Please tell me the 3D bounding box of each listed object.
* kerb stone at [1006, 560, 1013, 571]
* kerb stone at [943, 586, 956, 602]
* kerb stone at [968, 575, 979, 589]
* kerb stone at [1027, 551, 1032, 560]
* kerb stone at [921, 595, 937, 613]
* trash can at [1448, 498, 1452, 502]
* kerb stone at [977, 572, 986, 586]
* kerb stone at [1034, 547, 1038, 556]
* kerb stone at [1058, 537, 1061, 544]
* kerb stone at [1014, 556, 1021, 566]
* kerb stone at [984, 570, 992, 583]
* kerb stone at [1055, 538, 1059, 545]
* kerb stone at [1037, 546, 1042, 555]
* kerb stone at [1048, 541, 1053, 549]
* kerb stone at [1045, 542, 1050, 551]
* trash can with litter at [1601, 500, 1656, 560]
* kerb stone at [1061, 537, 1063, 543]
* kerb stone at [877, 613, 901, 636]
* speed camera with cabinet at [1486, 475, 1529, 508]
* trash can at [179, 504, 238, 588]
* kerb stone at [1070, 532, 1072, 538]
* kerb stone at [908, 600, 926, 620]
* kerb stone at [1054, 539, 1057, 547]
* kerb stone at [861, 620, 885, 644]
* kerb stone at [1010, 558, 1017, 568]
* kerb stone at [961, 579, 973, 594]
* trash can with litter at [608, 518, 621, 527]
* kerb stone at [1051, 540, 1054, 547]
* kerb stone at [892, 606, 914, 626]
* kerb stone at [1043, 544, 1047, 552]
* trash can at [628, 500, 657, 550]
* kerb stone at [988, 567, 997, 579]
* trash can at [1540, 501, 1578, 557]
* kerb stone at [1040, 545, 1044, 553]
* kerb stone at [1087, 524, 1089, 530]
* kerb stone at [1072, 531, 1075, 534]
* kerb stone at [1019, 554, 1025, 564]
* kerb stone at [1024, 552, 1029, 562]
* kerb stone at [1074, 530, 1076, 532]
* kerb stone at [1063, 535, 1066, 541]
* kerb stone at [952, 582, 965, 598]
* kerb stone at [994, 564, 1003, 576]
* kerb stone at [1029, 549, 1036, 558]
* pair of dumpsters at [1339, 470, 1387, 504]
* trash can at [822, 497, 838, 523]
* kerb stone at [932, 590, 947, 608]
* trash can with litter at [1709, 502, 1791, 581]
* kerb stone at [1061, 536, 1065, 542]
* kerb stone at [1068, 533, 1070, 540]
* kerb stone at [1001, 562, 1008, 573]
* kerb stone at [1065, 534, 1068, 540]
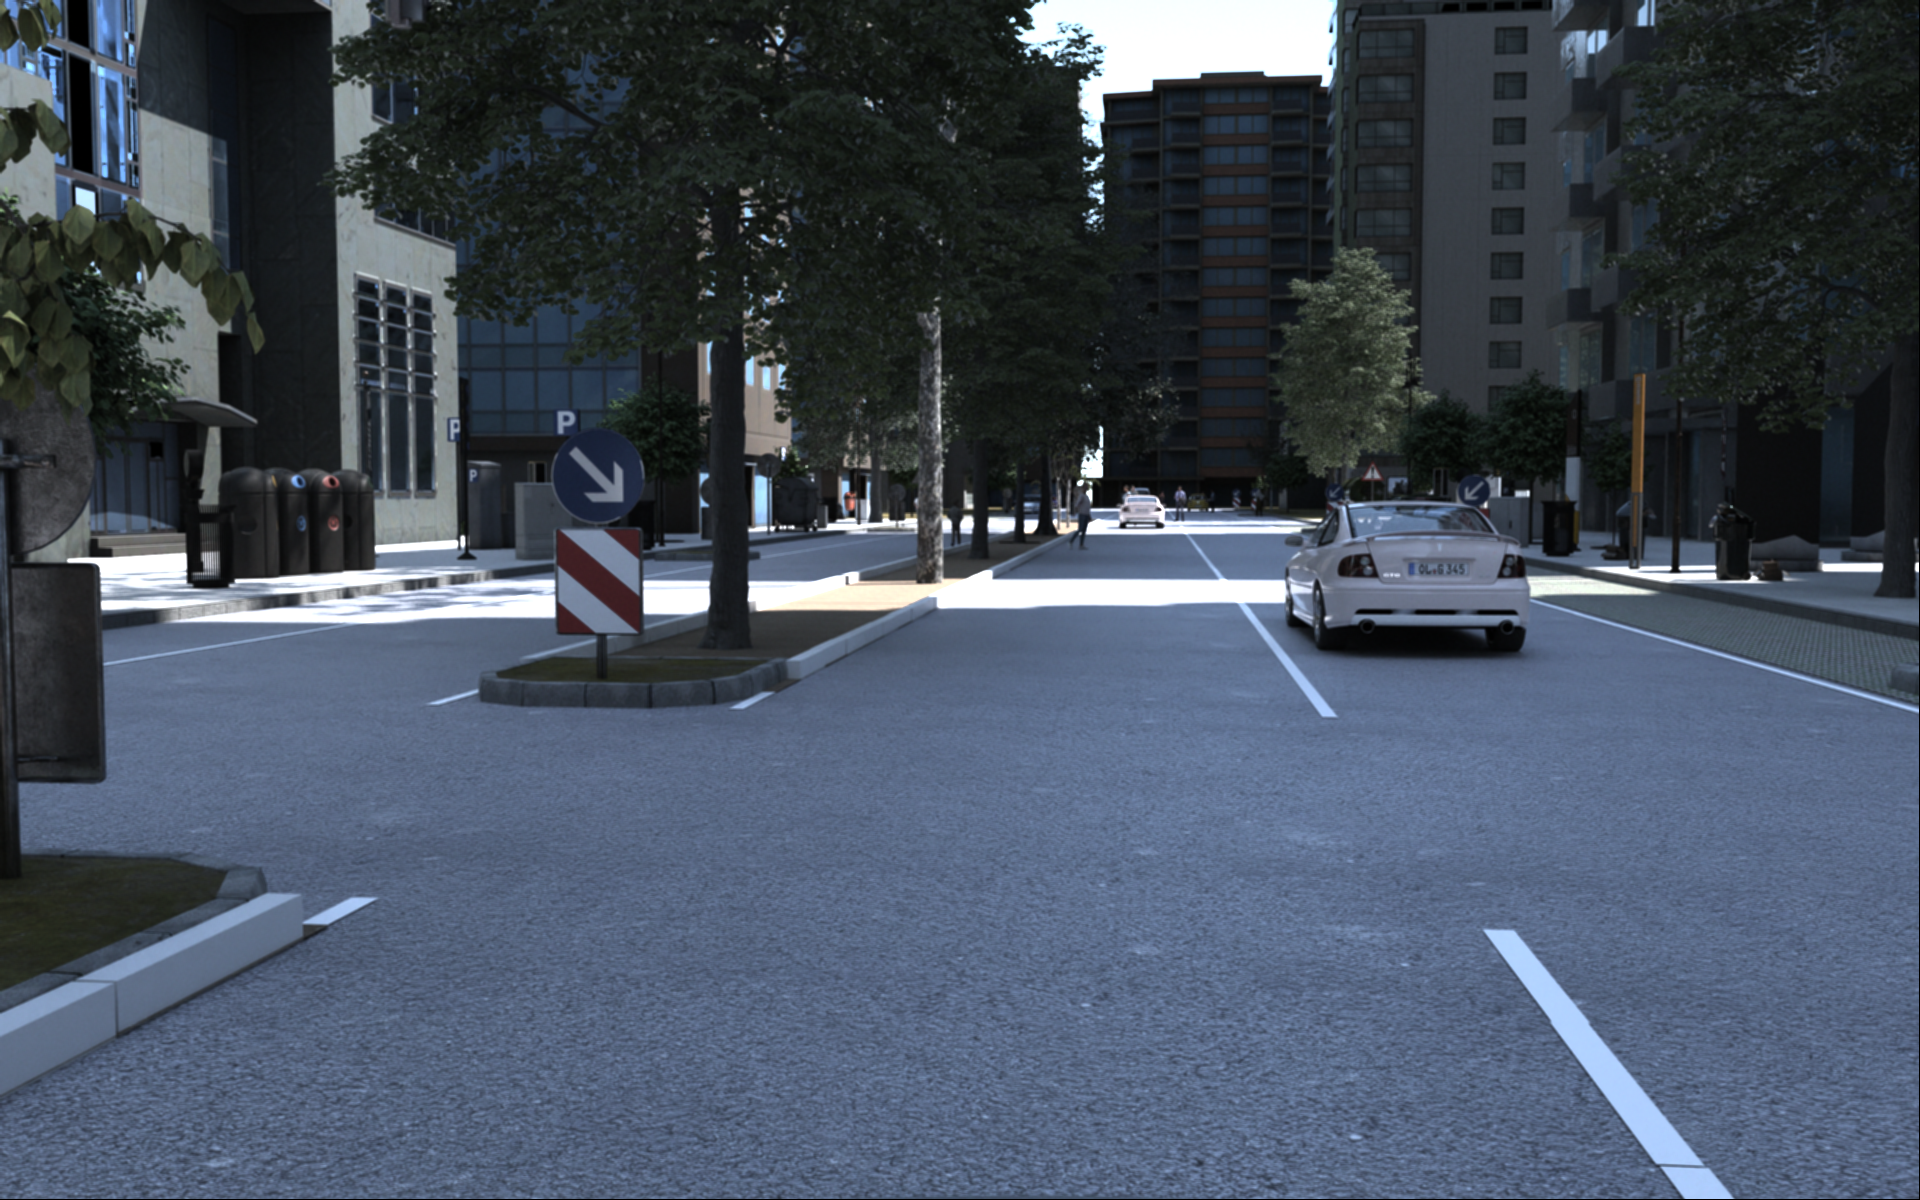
[{"bbox_3d":[0.836,-0.608,32.138,0.120,0.150,1.000,0,4,6],"label":"kerb stone"},{"bbox_3d":[-0.205,-0.049,22.995,0.120,0.150,1.000,0,4,6],"label":"kerb stone"},{"bbox_3d":[0.145,-0.232,26.042,0.120,0.150,1.000,0,4,6],"label":"kerb stone"},{"bbox_3d":[1.405,-0.915,37.223,0.120,0.150,1.000,0,4,6],"label":"kerb stone"},{"bbox_3d":[-0.432,0.075,20.963,0.120,0.150,1.000,0,4,6],"label":"kerb stone"},{"bbox_3d":[17.656,-3.171,63.493,0.748,1.137,0.748,0,3,0],"label":"trash can"},{"bbox_3d":[0.255,-0.297,27.058,0.120,0.150,1.000,0,4,6],"label":"kerb stone"},{"bbox_3d":[1.620,-1.044,39.261,0.120,0.150,1.000,0,4,6],"label":"kerb stone"},{"bbox_3d":[2.668,-1.604,48.435,0.120,0.150,1.000,0,4,6],"label":"kerb stone"},{"bbox_3d":[1.060,-0.732,34.170,0.120,0.150,1.000,0,4,6],"label":"kerb stone"},{"bbox_3d":[0.372,-0.355,28.074,0.120,0.150,1.000,0,4,6],"label":"kerb stone"},{"bbox_3d":[2.558,-1.543,47.416,0.120,0.150,1.000,0,4,6],"label":"kerb stone"},{"bbox_3d":[1.747,-1.096,40.285,0.120,0.150,1.000,0,4,6],"label":"kerb stone"},{"bbox_3d":[2.218,-1.356,44.358,0.120,0.150,1.000,0,4,6],"label":"kerb stone"},{"bbox_3d":[2.097,-1.293,43.339,0.120,0.150,1.000,0,4,6],"label":"kerb stone"},{"bbox_3d":[13.028,-1.371,33.797,1.055,1.170,0.624,-3,4,-37],"label":"trash can with litter"},{"bbox_3d":[2.780,-1.665,49.456,0.120,0.150,1.000,0,4,6],"label":"kerb stone"},{"bbox_3d":[-0.771,0.266,17.907,0.120,0.150,1.000,0,4,6],"label":"kerb stone"},{"bbox_3d":[26.584,-5.483,83.983,2.038,3.252,0.660,2,4,34],"label":"speed camera with cabinet"},{"bbox_3d":[-10.276,-0.739,23.731,0.748,1.137,0.748,0,3,0],"label":"trash can"},{"bbox_3d":[3.354,-1.978,54.543,0.120,0.150,1.000,0,4,6],"label":"kerb stone"},{"bbox_3d":[-0.541,0.138,19.947,0.120,0.150,1.000,0,4,6],"label":"kerb stone"},{"bbox_3d":[2.437,-1.475,46.401,0.120,0.150,1.000,0,4,6],"label":"kerb stone"},{"bbox_3d":[-0.892,0.327,16.881,0.120,0.150,1.000,0,4,6],"label":"kerb stone"},{"bbox_3d":[0.943,-0.662,33.155,0.120,0.150,1.000,0,4,6],"label":"kerb stone"},{"bbox_3d":[0.036,-0.173,25.025,0.120,0.150,1.000,0,4,6],"label":"kerb stone"},{"bbox_3d":[-7.946,-1.656,38.463,0.624,1.170,1.055,-2,4,-33],"label":"trash can with litter"},{"bbox_3d":[2.320,-1.418,45.376,0.120,0.150,1.000,0,4,6],"label":"kerb stone"},{"bbox_3d":[-0.664,0.201,18.932,0.120,0.150,1.000,0,4,6],"label":"kerb stone"},{"bbox_3d":[1.980,-1.228,42.322,0.120,0.150,1.000,0,4,6],"label":"kerb stone"},{"bbox_3d":[-7.311,-1.717,39.719,0.748,1.137,0.748,0,3,0],"label":"trash can"},{"bbox_3d":[0.478,-0.413,29.091,0.120,0.150,1.000,0,4,6],"label":"kerb stone"},{"bbox_3d":[12.349,-1.473,35.739,0.748,1.137,0.748,0,3,0],"label":"trash can"},{"bbox_3d":[1.860,-1.169,41.305,0.120,0.150,1.000,0,4,6],"label":"kerb stone"},{"bbox_3d":[4.958,-2.850,68.794,0.120,0.150,1.000,0,4,6],"label":"kerb stone"},{"bbox_3d":[3.590,-2.103,56.580,0.120,0.150,1.000,0,4,6],"label":"kerb stone"},{"bbox_3d":[1.174,-0.795,35.192,0.120,0.150,1.000,0,4,6],"label":"kerb stone"},{"bbox_3d":[1.286,-0.854,36.208,0.120,0.150,1.000,0,4,6],"label":"kerb stone"},{"bbox_3d":[3.700,-2.165,57.600,0.120,0.150,1.000,0,4,6],"label":"kerb stone"},{"bbox_3d":[2.999,-1.792,51.489,0.120,0.150,1.000,0,4,6],"label":"kerb stone"},{"bbox_3d":[-0.087,-0.109,24.011,0.120,0.150,1.000,0,4,6],"label":"kerb stone"},{"bbox_3d":[0.591,-0.484,30.106,0.120,0.150,1.000,0,4,6],"label":"kerb stone"},{"bbox_3d":[1.518,-0.981,38.241,0.120,0.150,1.000,0,4,6],"label":"kerb stone"},{"bbox_3d":[16.556,-4.208,71.289,1.574,2.255,4.437,0,4,6],"label":"pair of dumpsters"},{"bbox_3d":[-5.865,-4.068,78.172,0.748,1.137,0.748,0,3,0],"label":"trash can"},{"bbox_3d":[-0.313,0.013,21.978,0.120,0.150,1.000,0,4,6],"label":"kerb stone"},{"bbox_3d":[11.785,-0.884,25.846,1.055,1.170,0.624,1,4,10],"label":"trash can with litter"},{"bbox_3d":[2.892,-1.729,50.472,0.120,0.150,1.000,0,4,6],"label":"kerb stone"},{"bbox_3d":[3.235,-1.915,53.526,0.120,0.150,1.000,0,4,6],"label":"kerb stone"},{"bbox_3d":[0.711,-0.544,31.122,0.120,0.150,1.000,0,4,6],"label":"kerb stone"},{"bbox_3d":[3.120,-1.853,52.508,0.120,0.150,1.000,0,4,6],"label":"kerb stone"}]
